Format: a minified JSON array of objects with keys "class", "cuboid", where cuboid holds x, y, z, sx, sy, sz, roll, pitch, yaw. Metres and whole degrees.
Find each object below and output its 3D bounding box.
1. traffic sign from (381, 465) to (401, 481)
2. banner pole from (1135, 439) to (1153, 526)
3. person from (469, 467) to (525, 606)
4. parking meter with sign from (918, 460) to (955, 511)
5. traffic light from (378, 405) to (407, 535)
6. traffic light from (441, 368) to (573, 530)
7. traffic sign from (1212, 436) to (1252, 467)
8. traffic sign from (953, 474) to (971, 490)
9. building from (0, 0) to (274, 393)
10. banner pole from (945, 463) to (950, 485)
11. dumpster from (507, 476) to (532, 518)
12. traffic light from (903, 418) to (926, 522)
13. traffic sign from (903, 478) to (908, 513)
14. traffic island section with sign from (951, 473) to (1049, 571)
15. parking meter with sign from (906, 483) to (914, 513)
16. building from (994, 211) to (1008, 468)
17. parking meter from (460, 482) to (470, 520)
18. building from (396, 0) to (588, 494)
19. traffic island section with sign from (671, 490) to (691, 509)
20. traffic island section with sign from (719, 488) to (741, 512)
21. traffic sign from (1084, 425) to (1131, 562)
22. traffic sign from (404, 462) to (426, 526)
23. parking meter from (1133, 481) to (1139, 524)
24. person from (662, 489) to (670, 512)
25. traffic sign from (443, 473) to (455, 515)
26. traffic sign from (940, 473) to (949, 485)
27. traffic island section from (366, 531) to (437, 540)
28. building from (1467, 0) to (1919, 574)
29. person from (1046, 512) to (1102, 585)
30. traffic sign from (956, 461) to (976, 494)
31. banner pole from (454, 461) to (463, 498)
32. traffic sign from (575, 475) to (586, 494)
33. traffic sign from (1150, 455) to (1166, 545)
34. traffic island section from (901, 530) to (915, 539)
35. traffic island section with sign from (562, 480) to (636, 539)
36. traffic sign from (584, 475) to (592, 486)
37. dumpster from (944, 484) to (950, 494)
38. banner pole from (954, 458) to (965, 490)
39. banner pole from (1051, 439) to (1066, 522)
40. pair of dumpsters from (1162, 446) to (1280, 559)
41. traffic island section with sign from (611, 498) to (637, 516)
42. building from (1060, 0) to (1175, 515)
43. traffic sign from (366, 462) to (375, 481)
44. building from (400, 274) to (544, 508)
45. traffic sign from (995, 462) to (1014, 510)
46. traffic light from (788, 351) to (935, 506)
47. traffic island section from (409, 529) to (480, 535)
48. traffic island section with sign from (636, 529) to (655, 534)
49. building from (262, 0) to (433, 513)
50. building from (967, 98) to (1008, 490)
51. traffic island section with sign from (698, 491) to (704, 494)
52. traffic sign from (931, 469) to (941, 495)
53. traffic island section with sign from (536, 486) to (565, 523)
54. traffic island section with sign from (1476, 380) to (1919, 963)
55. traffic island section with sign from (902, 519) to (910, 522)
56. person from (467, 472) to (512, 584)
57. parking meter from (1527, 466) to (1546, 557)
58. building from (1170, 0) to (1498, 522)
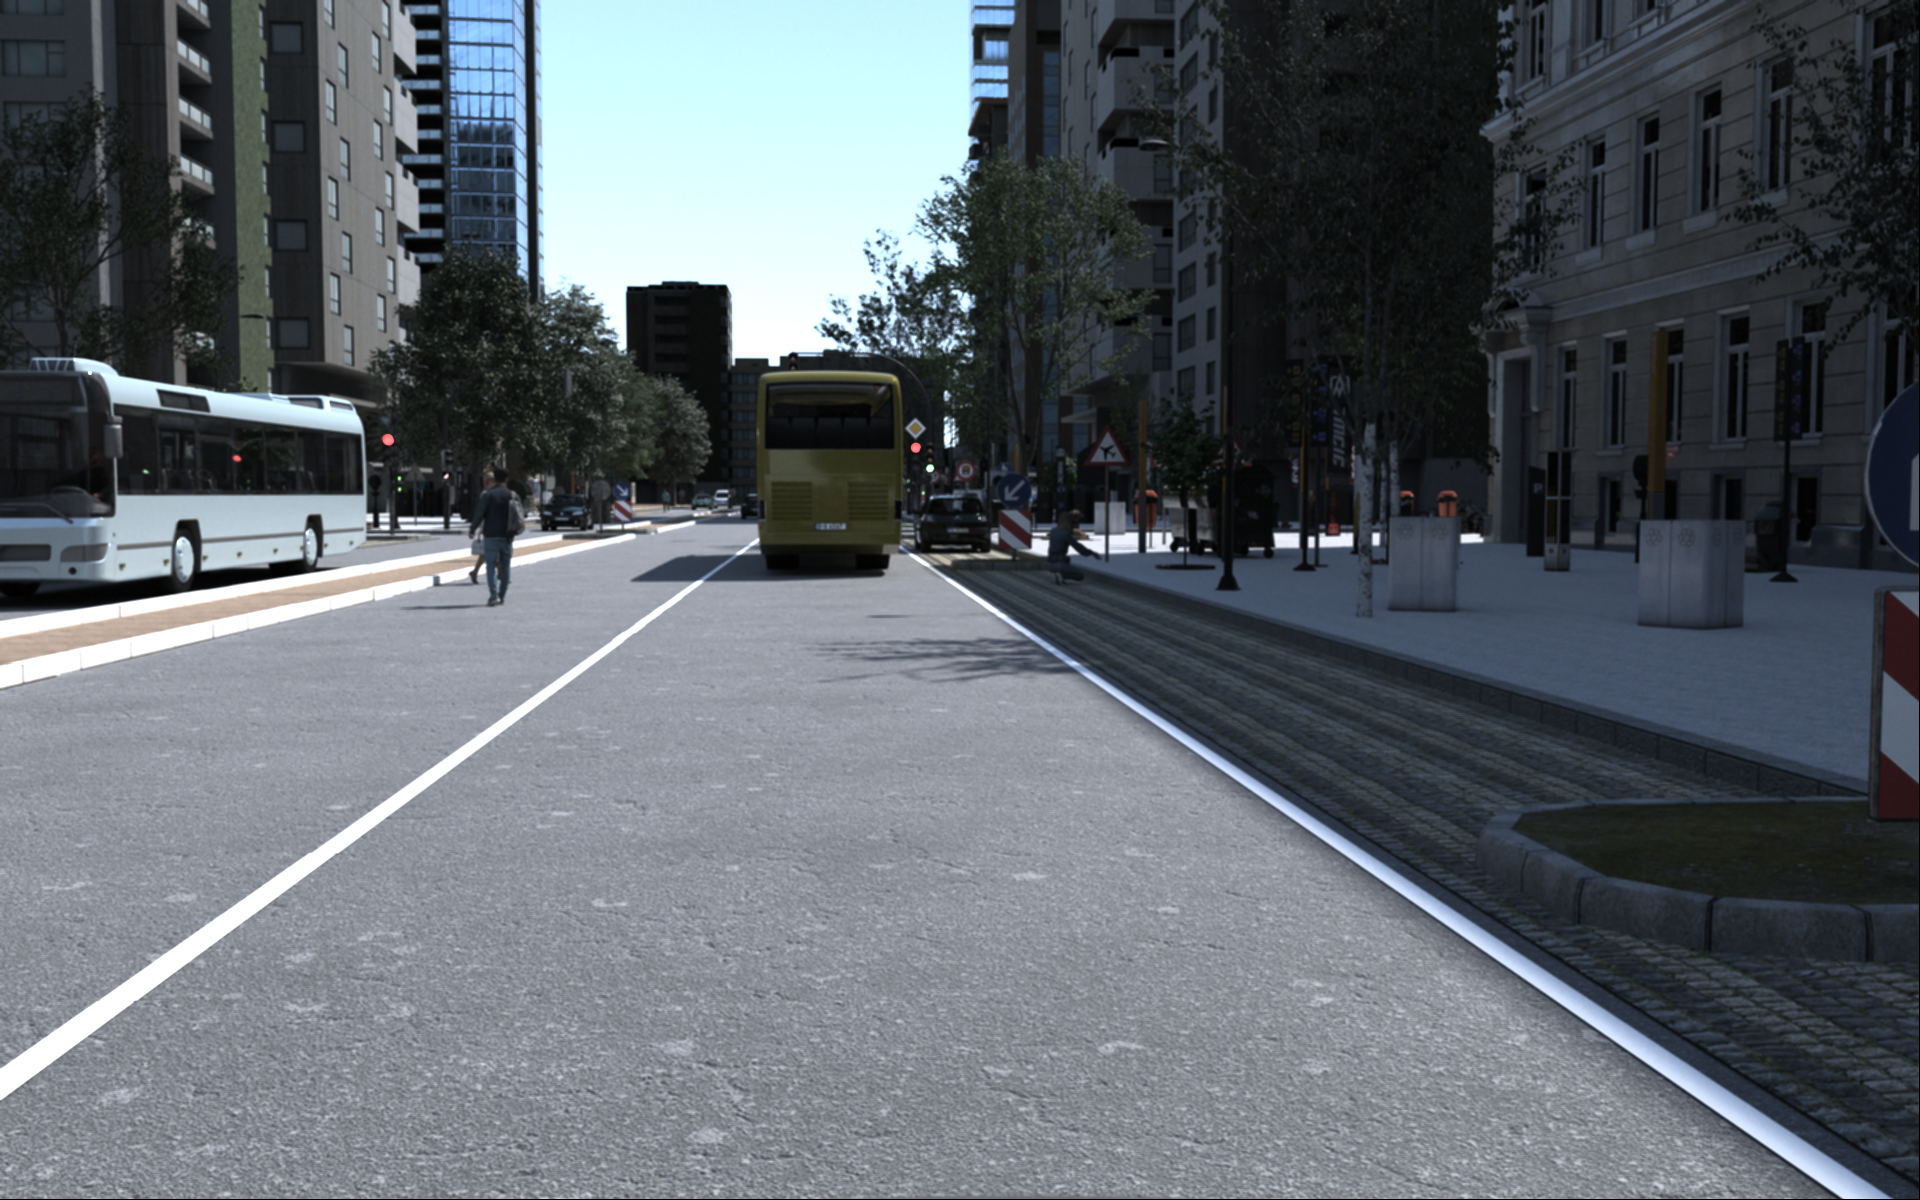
[{"class":"traffic sign","cuboid":[-22.387,-4.164,68.181,0.768,2.556,0.104,0,4,-1]},{"class":"banner pole","cuboid":[7.449,-4.882,69.841,0.863,3.779,0.401,3,5,43]},{"class":"person","cuboid":[-5.950,-0.828,22.383,0.623,1.781,0.721,-3,5,-44]},{"class":"parking meter with sign","cuboid":[-1.185,-5.673,89.008,1.738,3.016,0.543,-1,4,-10]},{"class":"traffic light","cuboid":[-17.876,-4.010,54.478,0.839,4.253,0.868,0,4,-5]},{"class":"traffic light","cuboid":[-16.434,-5.380,62.639,4.771,5.953,1.251,0,4,-5]},{"class":"traffic sign","cuboid":[5.221,-2.055,33.610,0.884,2.594,0.081,0,4,1]},{"class":"traffic sign","cuboid":[0.056,-4.686,76.613,0.884,2.594,0.081,0,4,-3]},{"class":"building","cuboid":[-40.695,-24.143,78.339,14.154,41.232,14.086,0,4,-5]},{"class":"banner pole","cuboid":[-0.977,-9.133,139.339,0.401,3.779,0.863,2,4,33]},{"class":"dumpster","cuboid":[-23.257,-5.382,90.491,1.502,2.255,1.985,0,4,-4]},{"class":"traffic light","cuboid":[-1.655,-4.580,63.796,0.839,4.253,0.868,0,4,-5]},{"class":"traffic sign","cuboid":[-3.680,-7.017,114.835,0.768,2.556,0.104,0,4,-2]},{"class":"traffic island section with sign","cuboid":[0.852,-1.496,33.094,1.989,1.847,2.006,0,4,-5]},{"class":"parking meter with sign","cuboid":[-3.215,-7.300,115.623,1.738,3.016,0.543,1,4,14]},{"class":"building","cuboid":[10.115,-24.292,168.867,14.160,30.474,14.107,0,4,-5]},{"class":"parking meter","cuboid":[-24.803,-4.960,86.806,0.399,1.863,0.255,-3,5,-40]},{"class":"building","cuboid":[-57.931,-53.489,187.212,31.000,86.520,22.319,0,4,-5]},{"class":"traffic island section with sign","cuboid":[-26.373,-9.530,164.437,1.989,1.847,2.006,0,4,-5]},{"class":"traffic island section with sign","cuboid":[-18.134,-7.920,137.635,2.006,1.907,1.989,0,4,-5]},{"class":"traffic sign","cuboid":[2.760,-1.986,32.483,0.884,2.594,0.081,0,4,-3]},{"class":"traffic sign","cuboid":[-21.941,-4.265,69.741,0.884,2.594,0.081,0,4,2]},{"class":"parking meter","cuboid":[7.644,-4.206,74.477,0.399,1.863,0.255,2,4,27]},{"class":"person","cuboid":[-23.270,-7.871,137.214,0.660,1.820,0.620,1,4,13]},{"class":"traffic sign","cuboid":[-25.261,-5.110,85.686,0.606,2.300,0.079,0,4,1]},{"class":"traffic sign","cuboid":[-1.037,-6.355,104.004,0.768,2.556,0.104,0,4,3]},{"class":"traffic island section","cuboid":[-17.917,-1.977,54.610,2.009,0.180,2.903,0,4,-5]},{"class":"building","cuboid":[20.894,-15.298,36.030,13.634,28.700,20.117,0,4,-5]},{"class":"person","cuboid":[1.642,-0.821,27.424,0.738,1.151,1.012,-3,4,-38]},{"class":"traffic sign","cuboid":[0.225,-4.028,65.957,0.768,2.556,0.104,0,4,-2]},{"class":"banner pole","cuboid":[-37.528,-8.530,129.488,0.863,3.779,0.401,-3,4,-38]},{"class":"traffic sign","cuboid":[-25.571,-7.124,116.591,0.768,2.556,0.104,0,4,-3]},{"class":"traffic sign","cuboid":[5.186,-2.680,43.926,0.768,2.556,0.104,0,4,1]},{"class":"traffic island section","cuboid":[-0.979,-2.059,55.953,2.009,0.180,2.903,0,4,-5]},{"class":"traffic island section with sign","cuboid":[-11.561,-2.888,55.350,2.006,1.907,1.989,0,4,-5]},{"class":"traffic sign","cuboid":[-25.257,-7.165,117.252,0.768,2.556,0.104,0,4,3]},{"class":"dumpster","cuboid":[-1.251,-6.351,106.336,1.502,2.255,1.985,0,4,-5]},{"class":"banner pole","cuboid":[0.031,-7.117,106.388,0.863,3.779,0.401,0,4,1]},{"class":"banner pole","cuboid":[4.450,-5.469,79.430,0.863,3.779,0.401,0,4,-4]},{"class":"pair of dumpsters","cuboid":[5.450,-2.073,36.393,1.574,2.255,4.437,0,4,-5]},{"class":"traffic island section with sign","cuboid":[-22.332,-6.444,113.991,1.989,1.847,2.006,0,4,-5]},{"class":"building","cuboid":[21.865,-32.271,116.873,28.713,52.752,27.495,0,4,-5]},{"class":"traffic sign","cuboid":[-23.203,-4.124,67.531,0.768,2.556,0.104,0,4,2]},{"class":"building","cuboid":[-52.441,-18.638,149.777,27.650,21.520,28.899,0,4,-5]},{"class":"traffic sign","cuboid":[1.798,-4.262,69.782,0.768,2.556,0.104,0,4,3]},{"class":"traffic light","cuboid":[-3.098,-4.946,55.529,4.771,5.953,1.251,0,4,-5]},{"class":"traffic island section","cuboid":[-18.553,-2.464,62.569,2.009,0.180,2.903,0,4,-5]},{"class":"traffic island section with sign","cuboid":[-12.141,-3.339,62.735,2.006,1.907,1.989,0,4,-5]},{"class":"building","cuboid":[-49.876,-31.702,107.561,28.713,52.752,27.495,0,4,-5]},{"class":"building","cuboid":[12.306,-32.787,190.684,22.147,44.769,28.867,0,4,-5]},{"class":"traffic island section with sign","cuboid":[-28.513,-11.173,191.307,1.989,1.847,2.006,0,4,-5]},{"class":"traffic sign","cuboid":[-1.360,-5.384,88.139,0.768,2.556,0.104,0,4,-4]},{"class":"traffic island section with sign","cuboid":[-20.194,-4.801,87.120,1.989,1.847,2.006,0,4,-5]},{"class":"traffic island section with sign","cuboid":[2.997,0.147,6.224,1.989,1.847,2.006,0,4,-5]},{"class":"traffic island section with sign","cuboid":[-3.601,-4.903,88.792,1.989,1.847,2.006,0,4,-5]},{"class":"person","cuboid":[-7.527,-1.150,27.660,0.624,1.780,0.694,1,4,9]},{"class":"parking meter","cuboid":[11.863,-1.826,35.559,0.399,1.863,0.255,1,4,14]},{"class":"building","cuboid":[18.413,-19.057,83.283,14.107,30.474,14.160,0,4,-5]}]
